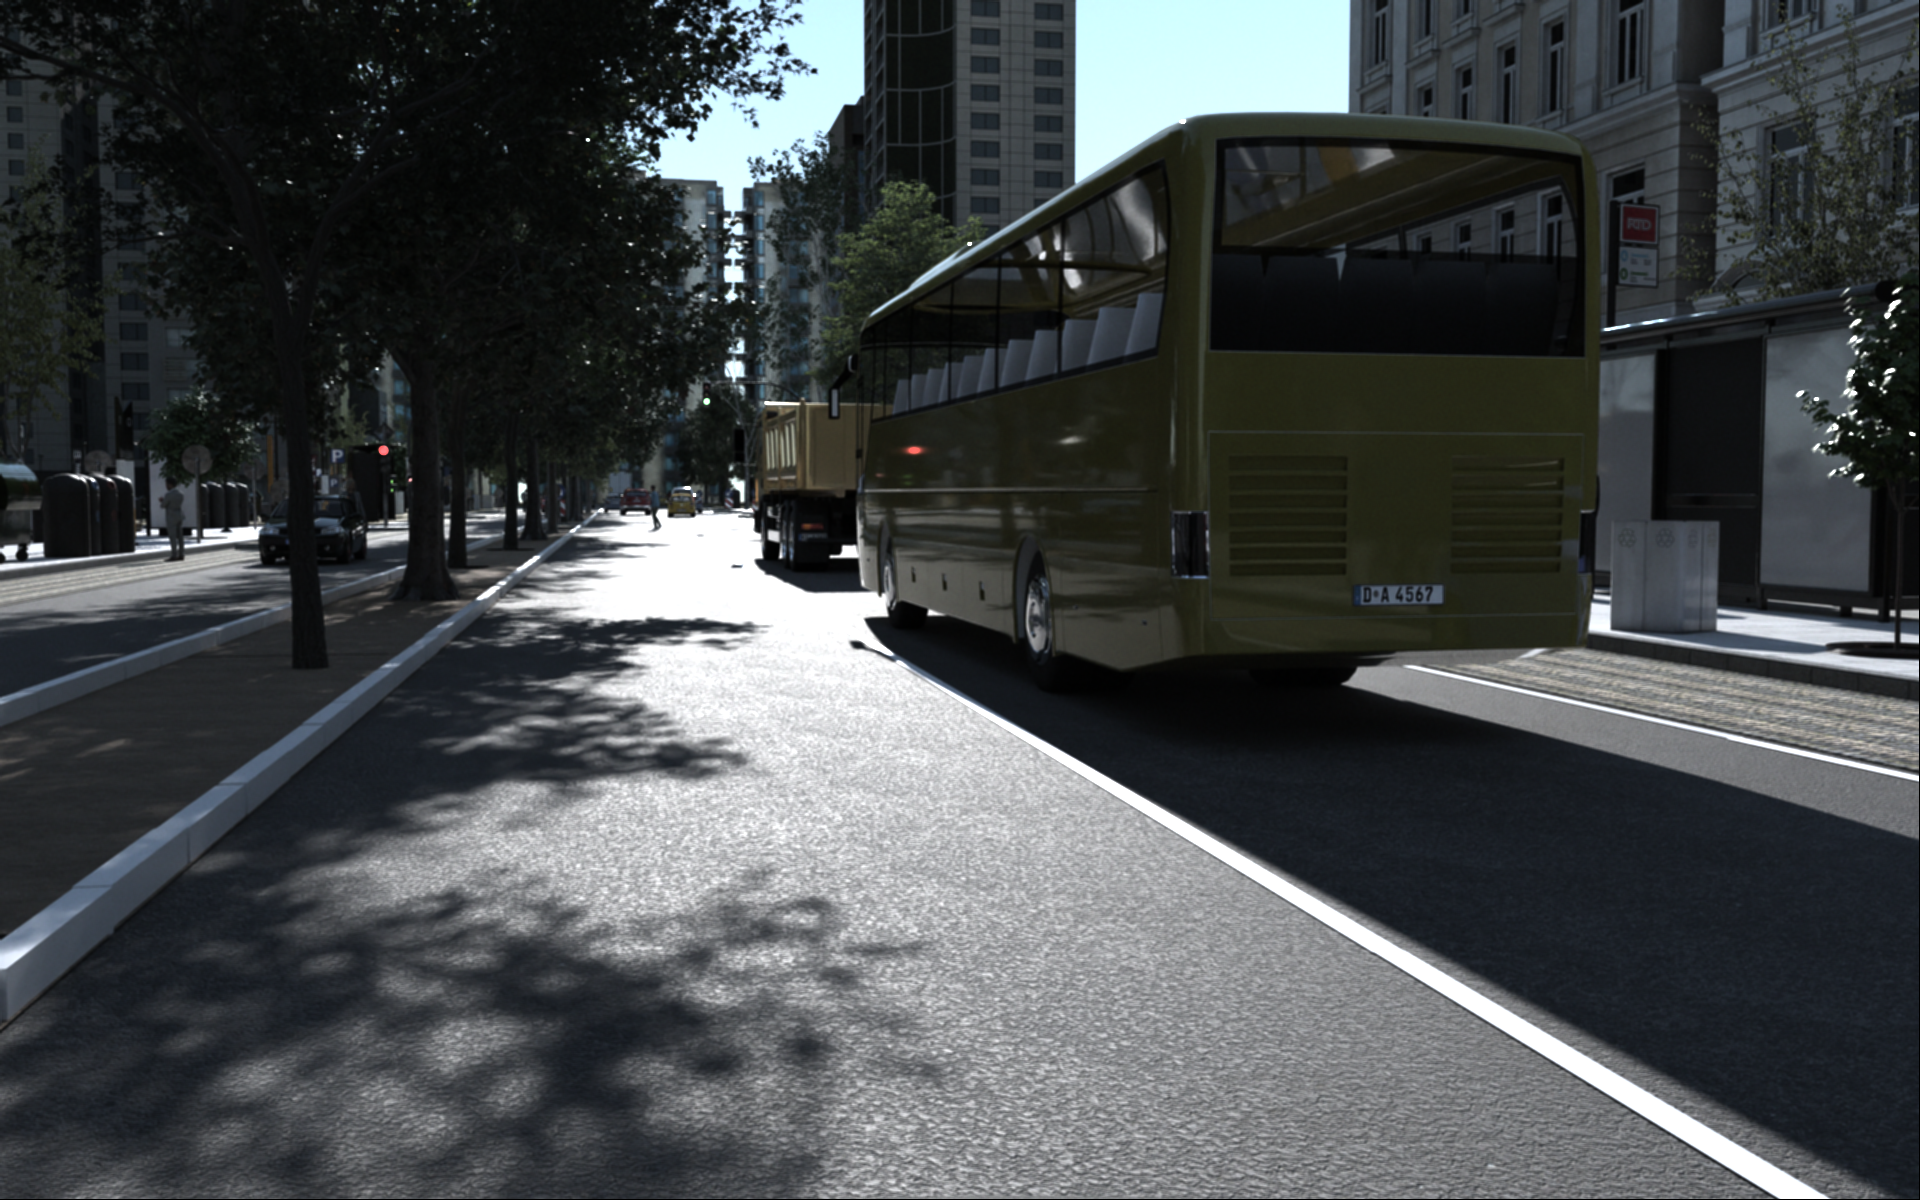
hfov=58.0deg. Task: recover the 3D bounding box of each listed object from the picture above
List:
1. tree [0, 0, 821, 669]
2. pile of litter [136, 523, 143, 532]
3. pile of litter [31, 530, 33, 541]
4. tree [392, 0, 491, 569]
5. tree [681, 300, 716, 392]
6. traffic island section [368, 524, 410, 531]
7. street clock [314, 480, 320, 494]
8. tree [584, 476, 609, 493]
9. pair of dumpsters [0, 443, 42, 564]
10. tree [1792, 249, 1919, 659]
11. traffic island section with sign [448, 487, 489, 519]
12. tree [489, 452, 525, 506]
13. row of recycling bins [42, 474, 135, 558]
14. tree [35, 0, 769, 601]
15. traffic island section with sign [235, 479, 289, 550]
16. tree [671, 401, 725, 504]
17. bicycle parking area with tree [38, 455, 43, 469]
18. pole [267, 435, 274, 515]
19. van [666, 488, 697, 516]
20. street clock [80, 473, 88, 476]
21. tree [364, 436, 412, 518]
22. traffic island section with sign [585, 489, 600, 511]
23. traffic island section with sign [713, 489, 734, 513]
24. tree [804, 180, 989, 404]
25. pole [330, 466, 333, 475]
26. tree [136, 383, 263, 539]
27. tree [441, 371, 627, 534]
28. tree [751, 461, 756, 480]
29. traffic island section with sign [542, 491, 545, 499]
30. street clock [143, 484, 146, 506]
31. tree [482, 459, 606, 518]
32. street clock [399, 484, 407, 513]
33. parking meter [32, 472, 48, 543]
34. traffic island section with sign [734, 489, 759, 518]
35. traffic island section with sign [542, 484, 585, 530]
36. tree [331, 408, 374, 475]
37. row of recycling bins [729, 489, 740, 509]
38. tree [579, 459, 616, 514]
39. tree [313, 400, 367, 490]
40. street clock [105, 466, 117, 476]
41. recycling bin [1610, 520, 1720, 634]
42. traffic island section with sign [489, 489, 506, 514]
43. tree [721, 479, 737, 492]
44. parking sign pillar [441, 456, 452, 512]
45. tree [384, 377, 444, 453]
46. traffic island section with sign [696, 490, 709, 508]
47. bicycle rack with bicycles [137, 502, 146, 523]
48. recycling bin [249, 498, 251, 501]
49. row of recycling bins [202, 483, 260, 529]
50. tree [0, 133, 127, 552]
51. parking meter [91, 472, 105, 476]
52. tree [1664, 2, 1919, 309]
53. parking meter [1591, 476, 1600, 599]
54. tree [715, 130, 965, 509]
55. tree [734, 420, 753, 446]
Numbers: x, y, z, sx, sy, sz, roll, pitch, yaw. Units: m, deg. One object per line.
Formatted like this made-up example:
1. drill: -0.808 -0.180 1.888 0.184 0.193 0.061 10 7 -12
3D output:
1. tree: -5.372 -4.731 14.228 8.767 10.594 7.601 -1 4 -11
2. pile of litter: -28.391 -2.749 58.914 1.176 0.858 1.719 3 4 36
3. pile of litter: -25.767 -2.083 48.026 1.176 0.858 1.719 -2 4 -27
4. tree: -9.537 -6.400 32.861 9.928 11.665 9.643 0 3 0
5. tree: -17.884 -17.886 148.322 12.611 20.169 13.585 0 3 0
6. traffic island section: -22.503 -2.787 67.851 2.009 0.180 2.903 -1 4 -11
7. street clock: -34.289 -5.366 92.309 0.358 2.002 0.471 -1 4 -13
8. tree: -29.660 -11.327 138.015 4.737 8.622 4.395 0 3 0
9. pair of dumpsters: -17.950 -1.744 31.006 1.574 2.255 4.437 -1 4 -11
10. tree: 7.414 -1.175 13.817 1.663 3.219 1.824 0 3 0
11. traffic island section with sign: -28.438 -5.582 99.900 1.989 1.847 2.006 -1 4 -11
12. tree: -47.188 -14.068 180.370 4.737 8.622 4.395 0 3 0
13. row of recycling bins: -18.394 -1.800 36.538 1.069 1.692 3.534 0 4 -7
14. tree: -7.249 -6.347 23.237 9.611 12.733 9.660 0 3 0
15. traffic island section with sign: -17.811 -2.255 45.497 1.989 1.847 2.006 -1 4 -11
16. tree: -33.338 -19.562 226.500 9.857 13.997 8.962 0 3 0
17. bicycle parking area with tree: -65.735 -8.711 129.430 8.231 4.147 9.016 -1 4 -23
18. pole: -23.868 -4.045 59.987 0.158 3.312 0.155 0 3 0
19. van: -18.159 -6.494 113.195 2.013 2.044 4.112 -1 4 -10
20. street clock: -30.111 -3.361 59.521 0.471 2.002 0.358 -2 4 -28
21. tree: -30.747 -6.687 93.050 4.285 4.588 4.351 0 3 0
22. traffic island section with sign: -32.138 -8.696 150.315 2.006 1.907 1.989 -1 4 -11
23. traffic island section with sign: -17.517 -7.433 130.163 1.989 1.847 2.006 -1 4 -11
24. tree: -1.843 -8.900 63.648 7.486 12.596 7.792 0 3 0
25. pole: -45.763 -8.096 126.208 0.158 3.312 0.155 0 3 0
26. tree: -21.933 -4.037 49.727 4.285 4.588 4.351 0 3 0
27. tree: -14.924 -8.688 62.627 7.486 12.596 7.792 0 3 0
28. tree: -12.537 -8.159 117.119 4.285 4.588 4.351 0 3 0
29. traffic island section with sign: -48.588 -11.896 203.121 1.989 1.847 2.006 -1 4 -11
30. street clock: -59.051 -7.405 125.644 0.358 2.002 0.471 -2 4 -23
31. tree: -23.003 -11.791 101.898 9.857 13.997 8.962 0 3 0
32. street clock: -37.185 -6.798 115.718 0.358 2.002 0.471 3 5 44
33. parking meter: -24.256 -2.446 45.696 0.399 1.863 0.255 -3 5 -43
34. traffic island section with sign: -12.228 -5.778 103.090 1.989 1.847 2.006 -1 4 -11
35. traffic island section with sign: -17.735 -4.185 76.564 2.006 1.907 1.989 -1 4 -11
36. tree: -50.602 -11.886 144.702 4.360 8.622 3.978 0 3 0
37. row of recycling bins: -19.695 -8.831 151.504 1.069 1.692 3.534 -1 4 -10
38. tree: -26.607 -12.750 121.296 12.009 13.543 11.850 0 3 0
39. tree: -47.281 -11.141 132.518 4.737 8.622 4.395 0 3 0
40. street clock: -21.967 -2.472 44.985 0.358 2.002 0.471 0 4 1
41. recycling bin: 6.624 -0.228 16.287 0.722 1.027 0.722 -3 5 -40
42. traffic island section with sign: -33.590 -7.201 126.360 1.989 1.847 2.006 -1 4 -11
43. tree: -23.676 -11.198 177.682 1.663 3.219 1.824 0 3 0
44. parking sign pillar: -36.302 -8.258 123.495 1.447 3.967 1.447 2 4 32
45. tree: -32.426 -9.422 104.413 4.737 8.622 4.395 0 3 0
46. traffic island section with sign: -27.009 -10.408 178.792 1.989 1.847 2.006 -1 4 -11
47. bicycle rack with bicycles: -37.377 -3.934 77.701 2.925 0.926 2.852 1 4 14
48. recycling bin: -47.723 -6.408 117.332 0.722 1.027 0.722 -2 4 -29
49. row of recycling bins: -28.173 -3.591 65.818 1.069 1.692 3.534 1 4 9
50. tree: -19.534 -5.230 35.879 4.737 8.622 4.395 0 3 0
51. parking meter: -22.861 -2.465 46.018 0.399 1.863 0.255 3 4 37
52. tree: 12.830 -4.585 25.331 4.360 8.622 3.978 0 3 0
53. parking meter: 7.586 -0.947 21.196 0.399 1.863 0.255 3 4 37
54. tree: -5.666 -14.242 88.738 12.611 20.169 13.585 0 3 0
55. tree: -26.095 -16.141 189.662 9.928 11.665 9.643 0 3 0
